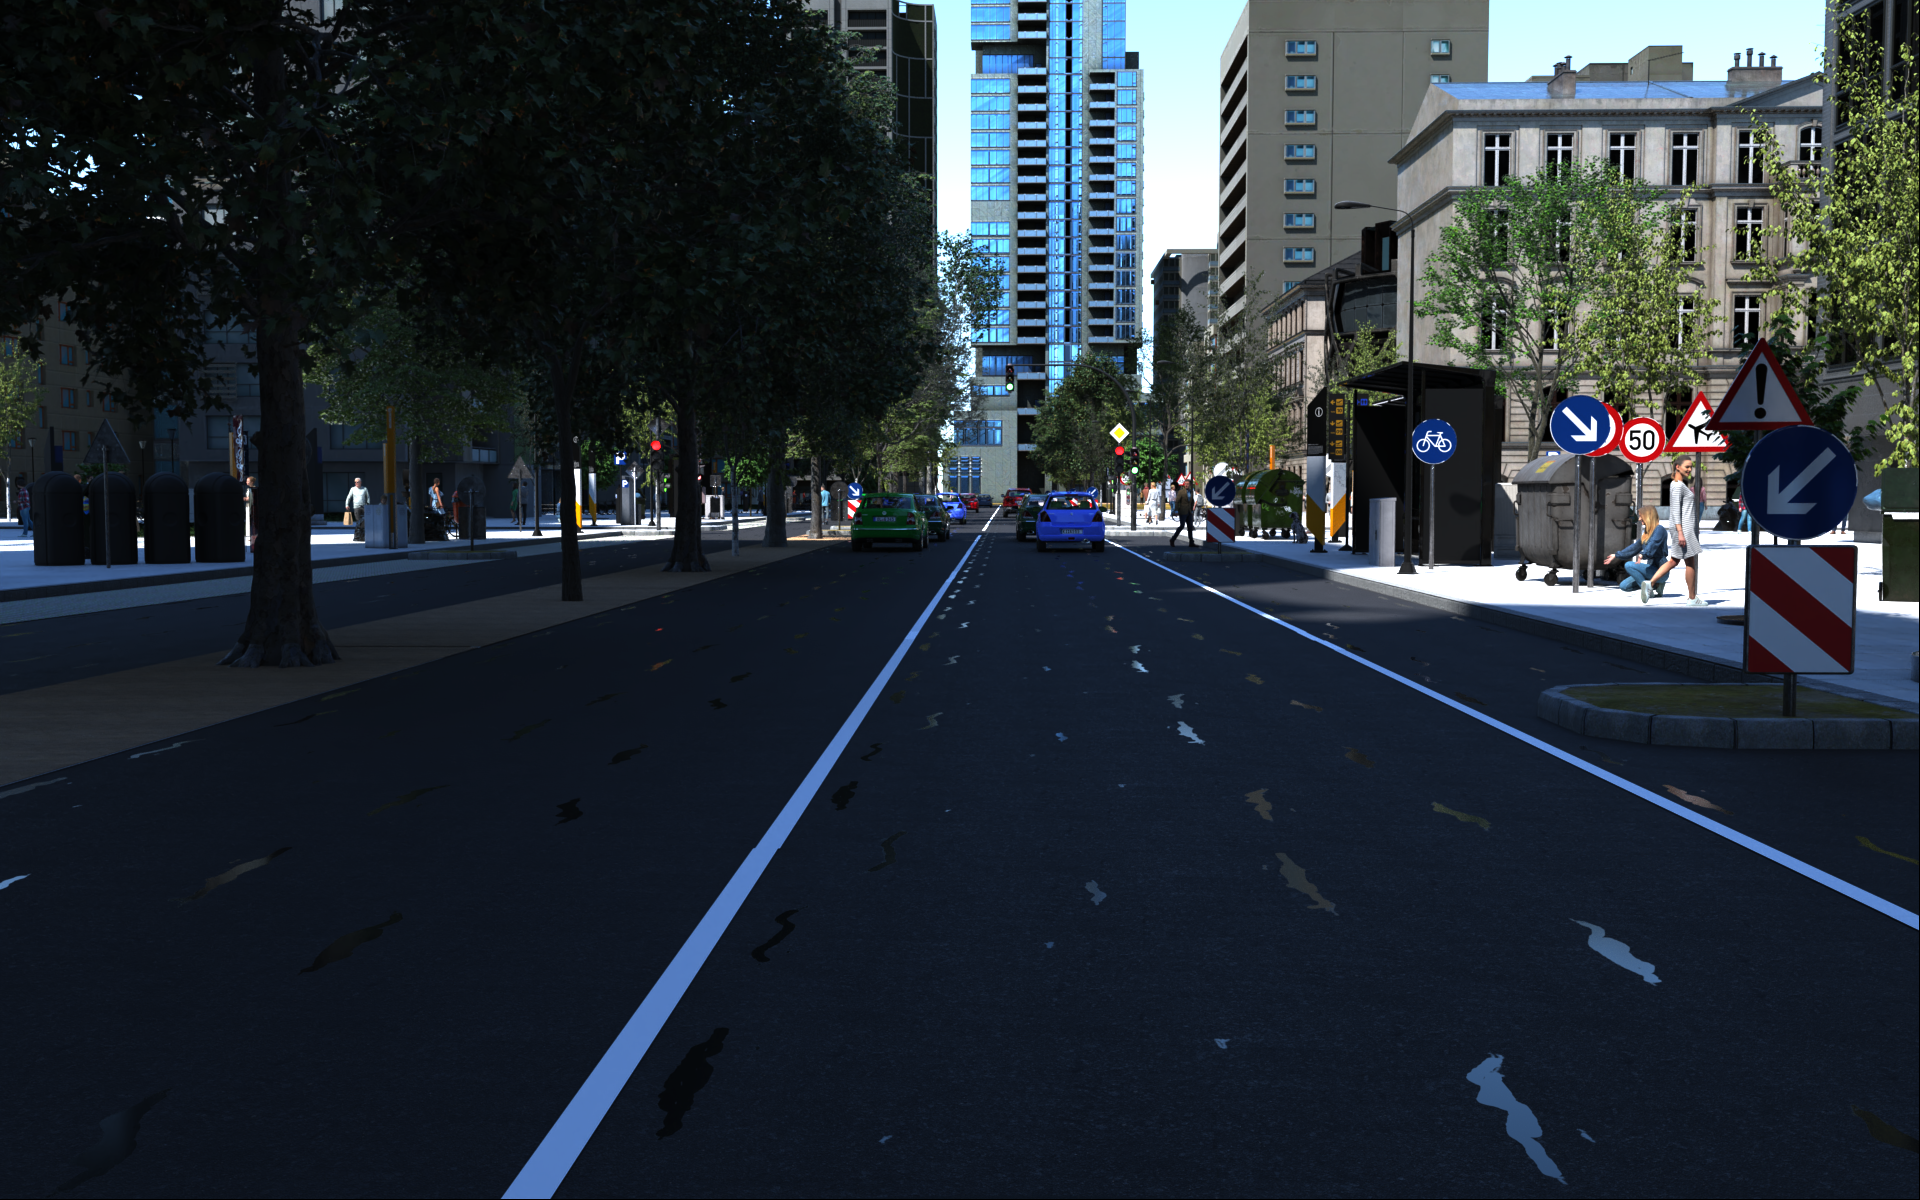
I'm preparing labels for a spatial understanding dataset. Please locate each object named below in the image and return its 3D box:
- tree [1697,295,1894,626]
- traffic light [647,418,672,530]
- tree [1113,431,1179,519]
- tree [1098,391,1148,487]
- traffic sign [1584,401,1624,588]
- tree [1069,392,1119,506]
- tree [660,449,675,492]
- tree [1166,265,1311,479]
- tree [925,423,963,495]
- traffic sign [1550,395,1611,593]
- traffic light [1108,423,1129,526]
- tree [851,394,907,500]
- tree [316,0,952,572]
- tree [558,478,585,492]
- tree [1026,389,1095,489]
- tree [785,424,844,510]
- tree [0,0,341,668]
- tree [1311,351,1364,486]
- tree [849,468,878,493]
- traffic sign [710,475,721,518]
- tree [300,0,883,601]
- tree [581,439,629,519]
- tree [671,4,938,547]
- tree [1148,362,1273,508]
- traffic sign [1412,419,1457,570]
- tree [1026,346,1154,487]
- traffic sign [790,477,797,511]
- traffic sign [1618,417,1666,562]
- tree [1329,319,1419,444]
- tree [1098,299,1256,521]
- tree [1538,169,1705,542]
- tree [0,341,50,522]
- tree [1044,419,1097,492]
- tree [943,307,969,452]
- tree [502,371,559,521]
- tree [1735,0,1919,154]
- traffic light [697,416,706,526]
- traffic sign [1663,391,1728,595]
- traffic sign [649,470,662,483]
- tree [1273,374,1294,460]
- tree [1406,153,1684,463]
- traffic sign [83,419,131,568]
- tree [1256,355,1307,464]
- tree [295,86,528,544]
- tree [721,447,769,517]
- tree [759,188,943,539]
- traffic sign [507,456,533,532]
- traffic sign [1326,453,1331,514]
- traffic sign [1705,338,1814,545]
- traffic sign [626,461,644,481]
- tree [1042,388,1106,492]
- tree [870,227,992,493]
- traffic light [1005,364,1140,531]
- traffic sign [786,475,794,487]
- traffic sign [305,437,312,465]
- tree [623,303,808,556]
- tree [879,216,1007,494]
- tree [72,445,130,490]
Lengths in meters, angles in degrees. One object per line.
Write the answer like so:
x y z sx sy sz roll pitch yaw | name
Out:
7.925 -1.369 16.991 1.663 3.219 1.824 0 3 0 | tree
-10.606 -4.406 60.957 0.839 4.253 0.868 0 4 2 | traffic light
9.636 -6.523 90.359 4.285 4.588 4.351 0 3 0 | tree
11.609 -10.296 118.696 4.737 8.622 4.395 0 3 0 | tree
8.636 -1.440 23.650 0.768 2.556 0.104 0 4 3 | traffic sign
9.900 -10.634 124.226 4.360 8.622 3.978 0 3 0 | tree
-20.411 -8.489 122.515 4.285 4.588 4.351 0 3 0 | tree
8.699 -6.408 55.136 4.360 8.622 3.978 0 3 0 | tree
-1.863 -11.279 137.234 4.737 8.622 4.395 0 3 0 | tree
7.984 -1.363 22.383 0.768 2.556 0.104 0 4 4 | traffic sign
6.272 -4.867 68.493 0.839 4.253 0.868 0 4 2 | traffic light
-4.116 -7.149 69.705 4.737 8.622 4.395 0 3 0 | tree
-5.024 -6.869 31.772 9.611 12.733 9.660 0 3 0 | tree
-22.369 -6.476 100.490 1.663 3.219 1.824 0 3 0 | tree
11.766 -16.800 181.339 9.857 13.997 8.962 0 3 0 | tree
-11.196 -13.333 143.754 9.928 11.665 9.643 0 3 0 | tree
-5.710 -5.807 14.405 9.611 12.733 9.660 0 3 0 | tree
19.135 -8.424 88.092 4.360 8.622 3.978 0 3 0 | tree
-9.696 -12.304 184.886 4.285 4.588 4.351 0 3 0 | tree
-13.274 -5.620 94.021 0.606 2.300 0.079 1 4 10 | traffic sign
-5.143 -5.277 23.147 8.767 10.594 7.601 0 4 2 | tree
-18.910 -6.502 90.025 4.285 4.588 4.351 0 3 0 | tree
-4.998 -8.396 46.382 9.857 13.997 8.962 0 3 0 | tree
13.783 -8.877 95.509 4.737 8.622 4.395 0 3 0 | tree
8.014 -1.790 29.376 0.768 2.556 0.104 0 4 2 | traffic sign
10.228 -13.280 134.132 9.611 12.733 9.660 0 3 0 | tree
-12.182 -7.677 125.621 0.768 2.556 0.104 1 4 11 | traffic sign
11.232 -1.744 28.615 0.768 2.556 0.104 0 4 5 | traffic sign
17.416 -7.474 72.564 4.737 8.622 4.395 0 3 0 | tree
9.984 -9.057 82.496 7.601 10.594 8.767 1 4 11 | tree
15.228 -5.410 38.809 4.737 8.622 4.395 0 3 0 | tree
-44.320 -7.930 80.024 4.737 8.622 4.395 0 3 0 | tree
11.811 -14.591 164.317 9.928 11.665 9.643 0 3 0 | tree
-3.390 -10.343 89.700 7.486 12.596 7.792 0 3 0 | tree
-20.080 -8.059 82.124 4.360 8.622 3.978 0 3 0 | tree
13.411 -4.554 24.818 4.737 8.622 4.395 0 3 0 | tree
-8.290 -5.764 68.916 4.771 5.953 1.251 0 4 2 | traffic light
9.360 -1.344 21.986 0.884 2.594 0.081 0 4 5 | traffic sign
-15.640 -5.455 89.290 0.768 2.556 0.104 0 4 2 | traffic sign
17.364 -9.229 101.262 4.737 8.622 4.395 0 3 0 | tree
17.658 -7.769 52.781 9.928 11.665 9.643 0 3 0 | tree
-14.719 -1.827 29.867 0.884 2.594 0.081 1 4 8 | traffic sign
19.570 -11.024 114.662 7.601 10.594 8.767 0 4 -6 | tree
-14.085 -7.752 44.878 7.486 12.596 7.792 0 3 0 | tree
-11.783 -6.966 97.610 4.285 4.588 4.351 0 3 0 | tree
-4.676 -8.232 55.174 7.486 12.596 7.792 0 3 0 | tree
-14.858 -3.577 58.490 0.884 2.594 0.081 0 4 2 | traffic sign
11.421 -3.247 53.192 0.768 2.556 0.104 1 4 10 | traffic sign
6.667 -0.886 14.497 0.884 2.594 0.081 0 4 5 | traffic sign
-12.938 -4.229 68.883 0.795 2.593 0.064 1 4 11 | traffic sign
11.118 -14.367 153.019 7.486 12.596 7.792 0 3 0 | tree
-3.622 -10.142 78.649 12.009 13.543 11.850 0 3 0 | tree
3.956 -5.245 60.428 4.771 5.953 1.251 0 4 2 | traffic light
-11.426 -7.035 115.033 0.884 2.594 0.081 0 4 5 | traffic sign
-13.809 -2.190 35.915 0.768 2.556 0.104 0 4 5 | traffic sign
-5.109 -5.281 39.162 4.737 8.622 4.395 0 3 0 | tree
-3.701 -15.647 114.168 12.611 20.169 13.585 0 3 0 | tree
-29.100 -3.910 58.522 1.663 3.219 1.824 0 3 0 | tree
